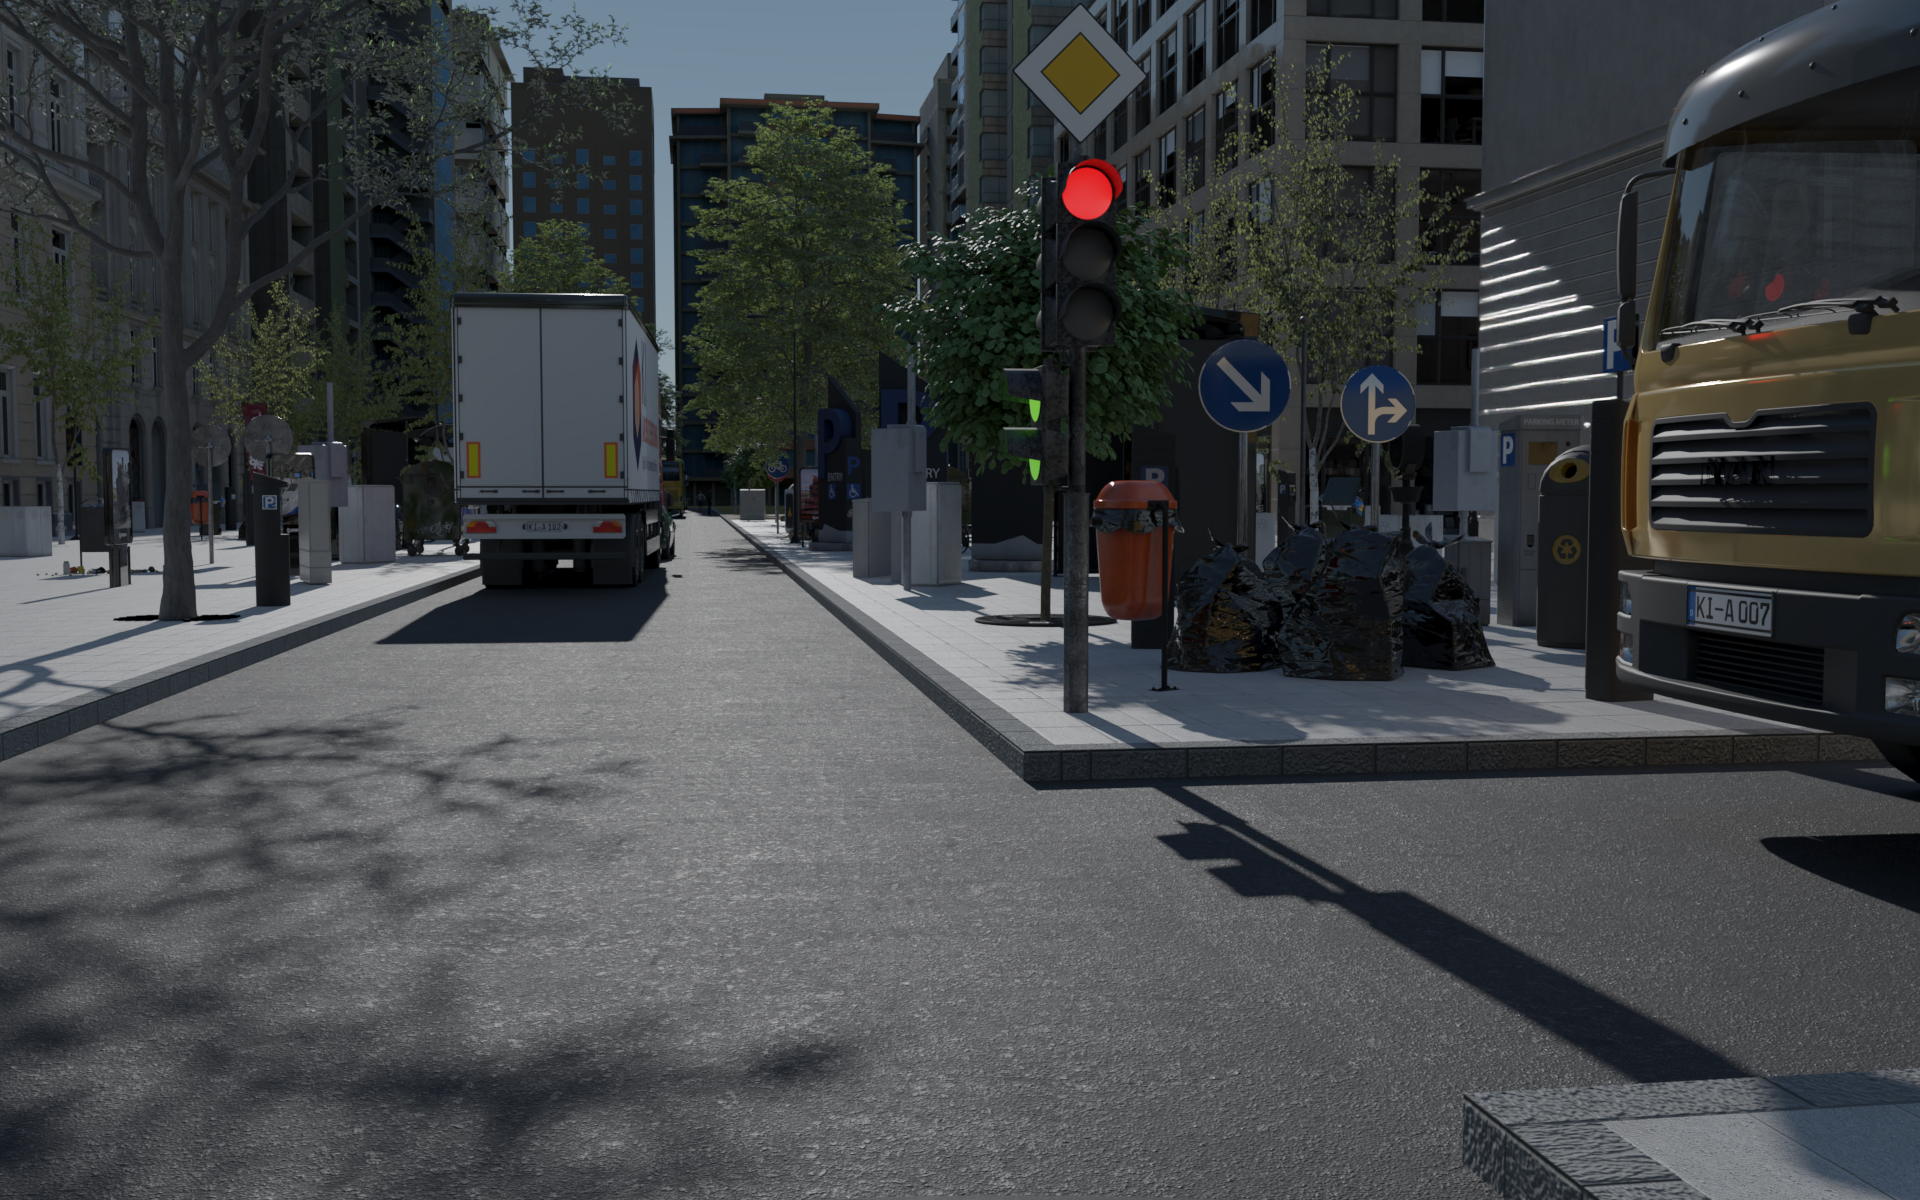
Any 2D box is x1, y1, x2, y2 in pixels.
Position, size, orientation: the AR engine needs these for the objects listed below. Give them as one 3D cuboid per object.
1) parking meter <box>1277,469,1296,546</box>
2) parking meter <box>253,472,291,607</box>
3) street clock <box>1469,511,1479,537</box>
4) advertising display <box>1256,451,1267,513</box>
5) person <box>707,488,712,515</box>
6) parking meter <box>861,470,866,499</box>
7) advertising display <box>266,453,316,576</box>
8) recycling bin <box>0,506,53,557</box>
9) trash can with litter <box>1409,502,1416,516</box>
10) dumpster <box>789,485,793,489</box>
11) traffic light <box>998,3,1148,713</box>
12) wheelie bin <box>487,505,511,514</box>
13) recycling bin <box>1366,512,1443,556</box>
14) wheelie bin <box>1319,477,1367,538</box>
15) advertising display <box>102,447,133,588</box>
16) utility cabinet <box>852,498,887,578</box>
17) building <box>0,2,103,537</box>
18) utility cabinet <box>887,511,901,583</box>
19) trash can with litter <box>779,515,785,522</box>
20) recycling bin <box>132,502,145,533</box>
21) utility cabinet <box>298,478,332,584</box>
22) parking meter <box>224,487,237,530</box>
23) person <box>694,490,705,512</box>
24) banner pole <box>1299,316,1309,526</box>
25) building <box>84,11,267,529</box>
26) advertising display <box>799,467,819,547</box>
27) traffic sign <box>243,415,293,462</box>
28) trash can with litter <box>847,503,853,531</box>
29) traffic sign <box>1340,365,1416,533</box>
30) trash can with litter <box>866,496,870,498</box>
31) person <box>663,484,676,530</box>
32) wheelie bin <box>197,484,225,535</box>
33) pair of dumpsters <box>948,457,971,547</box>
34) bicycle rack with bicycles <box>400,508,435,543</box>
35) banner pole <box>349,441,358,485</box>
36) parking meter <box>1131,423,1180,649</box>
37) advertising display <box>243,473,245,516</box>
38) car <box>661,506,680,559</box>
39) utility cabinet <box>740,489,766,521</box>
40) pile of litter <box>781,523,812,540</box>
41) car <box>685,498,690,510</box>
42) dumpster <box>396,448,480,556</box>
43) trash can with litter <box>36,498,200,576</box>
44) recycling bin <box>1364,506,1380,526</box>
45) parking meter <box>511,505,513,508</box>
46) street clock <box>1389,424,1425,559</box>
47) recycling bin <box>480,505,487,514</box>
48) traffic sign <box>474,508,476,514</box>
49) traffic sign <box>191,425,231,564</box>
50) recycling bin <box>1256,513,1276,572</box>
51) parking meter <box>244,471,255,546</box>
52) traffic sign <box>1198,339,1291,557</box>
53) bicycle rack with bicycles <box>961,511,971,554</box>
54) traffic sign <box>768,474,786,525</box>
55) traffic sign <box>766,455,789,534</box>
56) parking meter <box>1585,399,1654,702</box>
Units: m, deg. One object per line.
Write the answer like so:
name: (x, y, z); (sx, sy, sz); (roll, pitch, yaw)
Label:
parking meter: (7.560, -2.102, 40.078); (0.255, 1.863, 0.399); (-2, 4, -35)
parking meter: (-7.889, -0.700, 19.858); (0.372, 1.533, 0.369); (0, 3, 0)
street clock: (10.229, -1.828, 34.460); (0.471, 2.002, 0.358); (2, 4, 26)
advertising display: (4.147, -1.256, 25.745); (0.974, 1.923, 0.123); (-2, 4, -32)
person: (-17.326, -6.818, 120.002); (0.705, 1.821, 1.348); (-1, 4, -10)
parking meter: (-2.413, -2.201, 41.702); (0.255, 1.863, 0.399); (-1, 4, -12)
advertising display: (-10.534, -1.352, 27.318); (0.123, 1.923, 0.974); (1, 4, 20)
recycling bin: (-19.172, -1.405, 35.525); (0.722, 1.027, 0.722); (1, 4, 10)
trash can with litter: (13.420, -2.434, 50.848); (1.678, 1.210, 2.233); (2, 4, 25)
dumpster: (-7.541, -4.692, 82.474); (1.264, 1.857, 1.865); (-1, 4, -9)
traffic light: (0.663, -1.295, 10.094); (0.839, 4.253, 0.868); (-1, 4, -9)
wheelie bin: (-15.397, -3.047, 57.719); (0.980, 1.594, 0.693); (1, 4, 11)
recycling bin: (5.342, -0.501, 20.745); (0.722, 1.027, 0.722); (2, 4, 28)
wheelie bin: (7.268, -1.526, 32.866); (0.980, 1.594, 0.693); (3, 4, 39)
advertising display: (-11.693, -1.153, 24.068); (0.123, 1.923, 0.974); (-1, 4, -11)
utility cabinet: (-1.342, -0.969, 27.002); (0.306, 1.237, 1.020); (1, 4, 22)
building: (-32.372, -15.818, 44.523); (13.634, 28.700, 20.117); (-1, 4, -9)
utility cabinet: (-0.524, -0.870, 25.380); (1.020, 1.237, 0.306); (-3, 4, -37)
trash can with litter: (-7.949, -4.232, 80.585); (1.055, 1.170, 0.624); (1, 4, 13)
recycling bin: (-27.487, -2.749, 57.506); (0.722, 1.027, 0.722); (-2, 4, -29)
utility cabinet: (-9.276, -0.993, 24.922); (0.318, 1.500, 1.173); (-2, 4, -27)
parking meter: (-25.863, -3.241, 61.403); (0.372, 1.533, 0.369); (0, 3, 0)
person: (-21.104, -8.030, 140.572); (1.217, 1.735, 0.721); (2, 4, 34)
banner pole: (4.885, -2.120, 24.682); (0.401, 3.779, 0.863); (1, 4, 11)
building: (-36.321, -13.739, 66.430); (13.314, 21.916, 24.055); (-1, 4, -9)
advertising display: (-3.379, -2.229, 41.663); (0.974, 1.923, 0.123); (1, 4, 10)
traffic sign: (-11.123, -1.698, 27.874); (0.768, 2.556, 0.104); (0, 4, -8)
trash can with litter: (-2.139, -1.596, 37.485); (0.624, 1.170, 1.055); (0, 4, -5)
traffic sign: (4.115, -1.044, 17.173); (0.768, 2.556, 0.104); (0, 4, -6)
trash can with litter: (-2.799, -2.583, 53.296); (1.678, 1.210, 2.233); (-2, 4, -28)
person: (-11.558, -3.627, 67.762); (0.822, 1.834, 0.622); (1, 4, 9)
wheelie bin: (-23.477, -2.824, 54.084); (0.980, 1.594, 0.693); (-2, 4, -29)
pair of dumpsters: (-0.694, -2.524, 43.763); (1.574, 2.255, 4.437); (-1, 4, -9)
bicycle rack with bicycles: (-15.125, -1.987, 45.869); (2.925, 0.926, 2.852); (1, 4, 9)
banner pole: (-28.470, -5.578, 81.224); (0.863, 3.779, 0.401); (3, 4, 39)
parking meter: (1.625, -0.530, 14.382); (0.399, 1.863, 0.255); (0, 4, 6)
advertising display: (-20.714, -2.818, 51.287); (0.974, 1.923, 0.123); (0, 4, 2)
car: (-7.473, -1.692, 39.462); (2.131, 1.459, 4.920); (0, 4, -7)
utility cabinet: (-9.853, -4.502, 82.281); (1.173, 1.500, 0.318); (0, 4, 3)
pile of litter: (-4.331, -2.122, 48.654); (1.719, 0.858, 1.176); (-3, 4, -36)
car: (-25.565, -8.873, 156.865); (2.131, 1.459, 4.920); (-1, 4, -9)
dumpster: (-10.959, -2.075, 36.426); (1.502, 2.255, 1.985); (-1, 4, -9)
trash can with litter: (-13.538, -1.034, 27.962); (2.233, 1.210, 1.678); (-1, 4, -12)
recycling bin: (8.735, -1.551, 37.920); (0.722, 1.027, 0.722); (0, 4, -6)
parking meter: (-17.810, -3.674, 68.485); (0.372, 1.533, 0.369); (0, 3, 0)
street clock: (4.639, -0.823, 18.030); (0.358, 2.002, 0.471); (0, 4, -4)
recycling bin: (-17.828, -3.166, 64.312); (0.722, 1.027, 0.722); (0, 4, 3)
traffic sign: (-13.703, -2.917, 48.885); (0.795, 2.450, 0.064); (0, 4, -8)
traffic sign: (-13.793, -1.942, 31.853); (0.768, 2.556, 0.104); (0, 4, -4)
recycling bin: (3.803, -0.659, 23.322); (0.722, 1.027, 0.722); (0, 4, -6)
parking meter: (-17.602, -2.293, 43.203); (0.399, 1.863, 0.255); (-3, 5, -41)
traffic sign: (2.338, -0.870, 14.327); (0.768, 2.556, 0.104); (0, 4, -2)
bicycle rack with bicycles: (0.910, -1.477, 37.531); (2.852, 0.926, 2.925); (-2, 4, -31)
traffic sign: (-7.555, -4.371, 71.564); (0.768, 2.556, 0.104); (0, 4, -1)
traffic sign: (-5.888, -3.414, 55.919); (0.768, 2.556, 0.104); (0, 4, -7)
parking meter: (4.137, -0.310, 10.783); (0.399, 1.863, 0.255); (-1, 4, -21)
